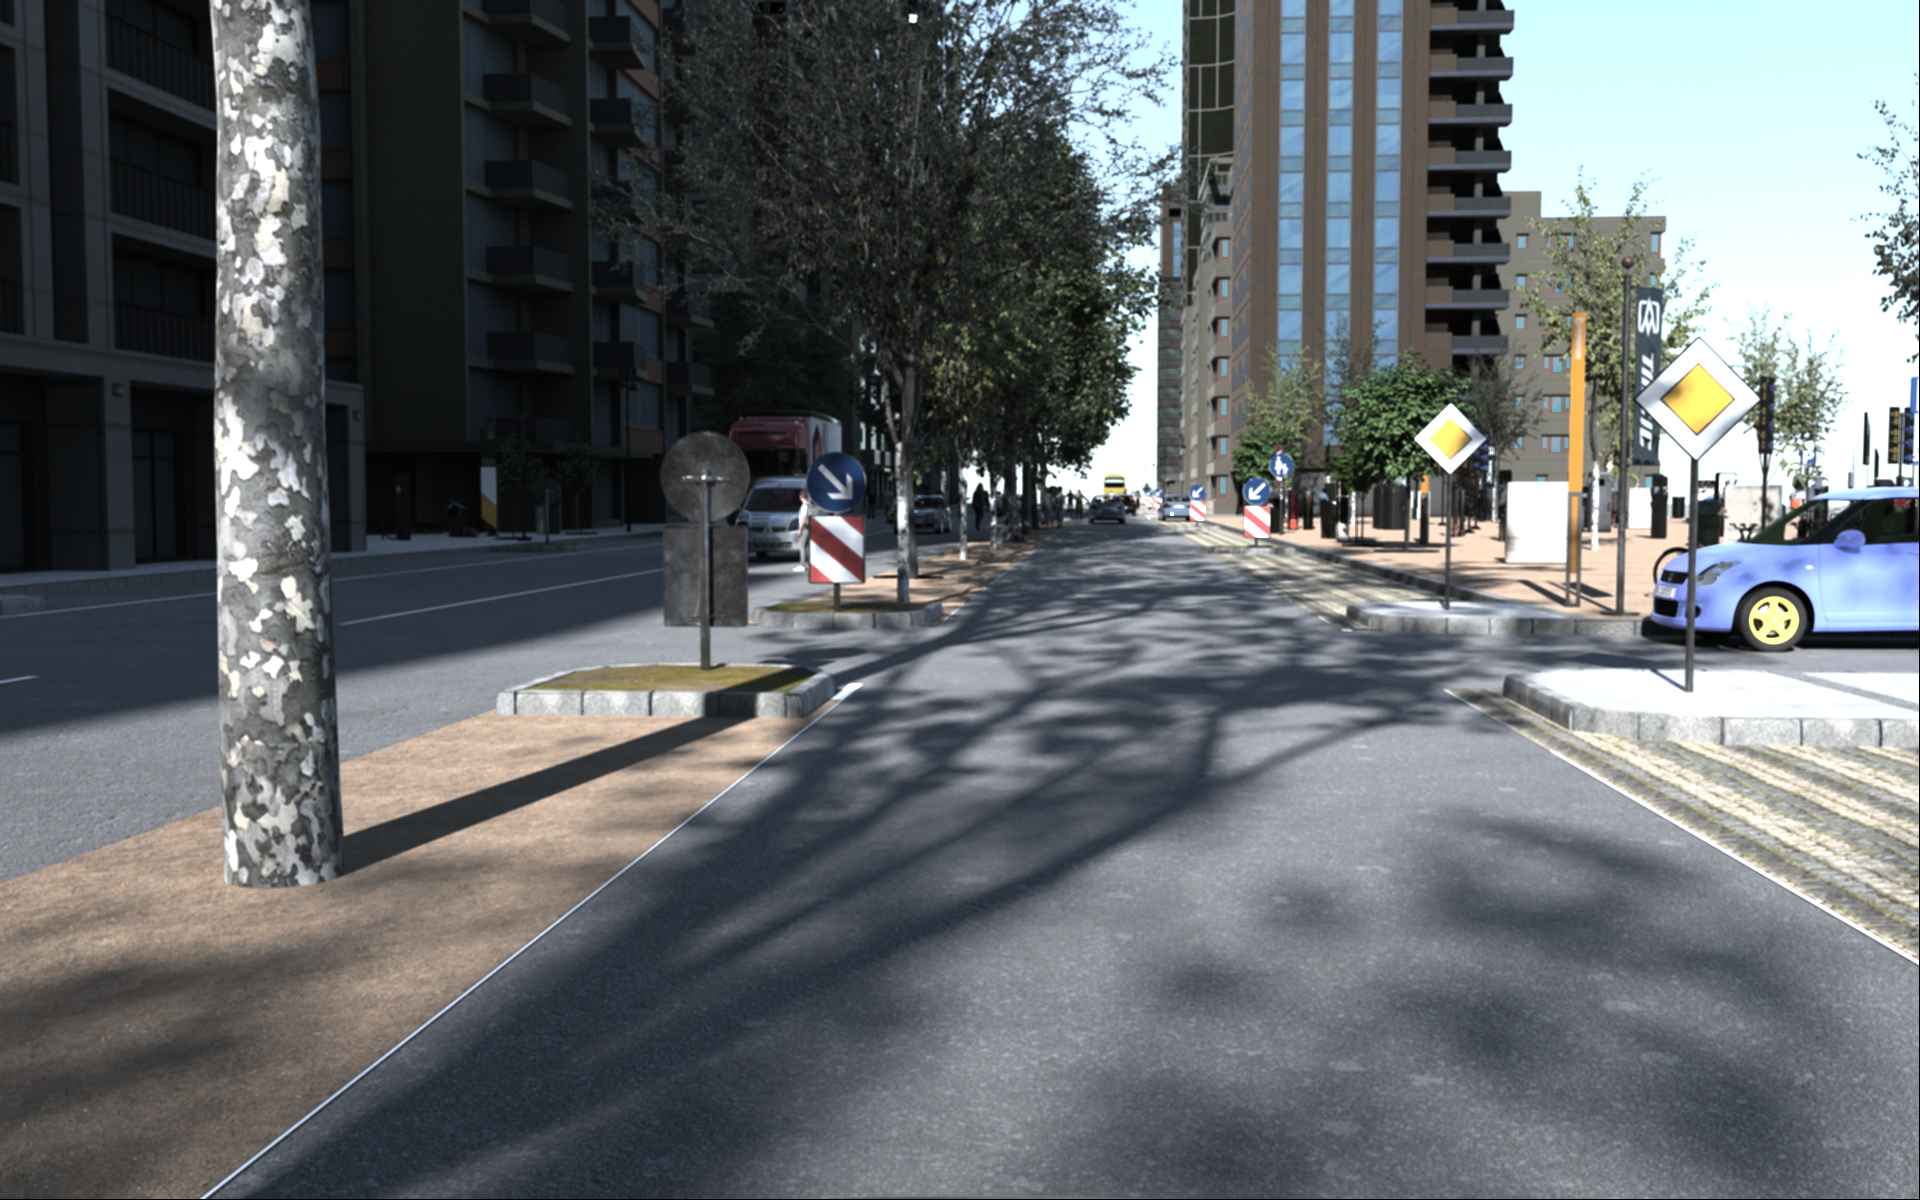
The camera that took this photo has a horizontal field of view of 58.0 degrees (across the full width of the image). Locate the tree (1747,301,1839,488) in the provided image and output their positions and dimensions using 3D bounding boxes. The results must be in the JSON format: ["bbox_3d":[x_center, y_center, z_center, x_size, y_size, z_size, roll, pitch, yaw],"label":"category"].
[{"bbox_3d":[30.617,-7.041,65.483,4.737,8.622,4.395,0,3,0],"label":"tree"}]

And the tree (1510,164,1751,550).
[{"bbox_3d":[14.734,-5.437,39.265,4.737,8.622,4.395,0,3,0],"label":"tree"}]

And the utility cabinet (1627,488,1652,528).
[{"bbox_3d":[25.261,-3.377,63.894,1.173,1.500,0.318,1,4,9],"label":"utility cabinet"}]

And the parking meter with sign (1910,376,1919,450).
[{"bbox_3d":[14.015,-1.753,24.916,0.543,3.016,1.738,2,4,24],"label":"parking meter with sign"}]

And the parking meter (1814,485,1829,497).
[{"bbox_3d":[24.859,-2.544,50.013,0.372,1.533,0.369,0,3,0],"label":"parking meter"}]

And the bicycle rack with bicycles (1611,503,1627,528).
[{"bbox_3d":[26.049,-3.301,67.353,2.925,0.926,2.852,-1,4,-10],"label":"bicycle rack with bicycles"}]

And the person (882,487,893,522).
[{"bbox_3d":[-3.642,-4.815,87.348,0.709,1.813,0.853,1,4,17],"label":"person"}]

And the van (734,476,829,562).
[{"bbox_3d":[-3.882,-1.895,37.998,2.013,2.044,4.112,0,4,3],"label":"van"}]

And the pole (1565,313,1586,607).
[{"bbox_3d":[6.974,-1.576,19.614,0.158,3.312,0.155,0,3,0],"label":"pole"}]

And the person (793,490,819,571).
[{"bbox_3d":[-2.890,-1.297,32.298,0.523,1.515,0.503,-1,4,-14],"label":"person"}]

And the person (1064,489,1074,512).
[{"bbox_3d":[8.608,-7.740,135.127,1.350,1.814,0.705,0,4,-1],"label":"person"}]

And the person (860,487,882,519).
[{"bbox_3d":[-5.062,-5.530,98.929,1.348,1.822,0.705,-1,4,-13],"label":"person"}]

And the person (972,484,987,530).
[{"bbox_3d":[0.759,-3.675,68.493,0.656,1.842,0.836,1,4,14],"label":"person"}]

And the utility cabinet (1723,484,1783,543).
[{"bbox_3d":[18.285,-1.913,39.959,1.173,1.500,0.318,3,5,42],"label":"utility cabinet"}]

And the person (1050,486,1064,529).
[{"bbox_3d":[3.965,-3.750,70.376,0.524,1.755,0.480,-2,4,-33],"label":"person"}]

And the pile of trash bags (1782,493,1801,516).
[{"bbox_3d":[42.453,-4.939,90.505,3.447,1.369,1.912,-1,4,-16],"label":"pile of trash bags"}]

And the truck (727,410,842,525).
[{"bbox_3d":[-6.034,-4.361,60.218,2.839,4.237,11.283,0,4,4],"label":"truck"}]

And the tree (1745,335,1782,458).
[{"bbox_3d":[36.217,-7.573,74.177,4.360,8.622,3.978,0,3,0],"label":"tree"}]

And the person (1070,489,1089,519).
[{"bbox_3d":[6.900,-5.551,99.987,1.217,1.736,0.721,-1,4,-12],"label":"person"}]

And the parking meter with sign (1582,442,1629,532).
[{"bbox_3d":[21.434,-3.780,58.060,1.738,3.016,0.543,0,4,1],"label":"parking meter with sign"}]

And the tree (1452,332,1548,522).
[{"bbox_3d":[24.793,-7.926,79.955,4.360,8.622,3.978,0,3,0],"label":"tree"}]

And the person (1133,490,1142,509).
[{"bbox_3d":[17.428,-9.870,169.888,1.348,1.823,0.705,-3,5,-40],"label":"person"}]

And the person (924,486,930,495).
[{"bbox_3d":[-1.880,-5.414,96.649,0.705,1.869,1.348,2,4,27],"label":"person"}]

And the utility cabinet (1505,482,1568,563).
[{"bbox_3d":[10.625,-1.411,31.754,1.173,1.500,0.318,1,4,12],"label":"utility cabinet"}]

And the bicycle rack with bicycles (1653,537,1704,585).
[{"bbox_3d":[9.872,-0.450,20.737,2.925,0.926,2.852,1,4,16],"label":"bicycle rack with bicycles"}]

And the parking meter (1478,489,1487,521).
[{"bbox_3d":[25.197,-4.592,83.487,0.372,1.533,0.369,0,3,0],"label":"parking meter"}]

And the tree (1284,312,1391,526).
[{"bbox_3d":[15.703,-7.267,69.181,4.360,8.622,3.978,0,3,0],"label":"tree"}]

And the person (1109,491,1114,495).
[{"bbox_3d":[14.212,-9.348,162.283,0.756,1.711,0.436,2,4,32],"label":"person"}]

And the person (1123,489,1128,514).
[{"bbox_3d":[11.774,-6.982,122.670,0.705,1.822,1.348,2,4,35],"label":"person"}]

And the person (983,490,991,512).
[{"bbox_3d":[2.204,-7.859,137.709,1.217,1.743,0.721,-2,4,-24],"label":"person"}]

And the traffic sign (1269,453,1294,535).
[{"bbox_3d":[10.061,-3.312,54.263,0.768,2.556,0.104,0,4,7],"label":"traffic sign"}]

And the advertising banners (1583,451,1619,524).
[{"bbox_3d":[25.767,-4.550,70.581,2.074,3.025,0.090,-1,4,-9],"label":"advertising banners"}]

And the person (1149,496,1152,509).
[{"bbox_3d":[16.789,-8.817,153.603,0.436,1.711,0.756,0,4,8],"label":"person"}]

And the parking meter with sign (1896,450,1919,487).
[{"bbox_3d":[39.975,-4.713,73.313,0.543,3.016,1.738,0,4,6],"label":"parking meter with sign"}]

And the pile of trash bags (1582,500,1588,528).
[{"bbox_3d":[22.084,-3.420,65.666,3.447,1.369,1.912,-1,4,-11],"label":"pile of trash bags"}]

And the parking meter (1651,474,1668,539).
[{"bbox_3d":[20.149,-2.701,49.874,0.255,1.863,0.399,-2,4,-28],"label":"parking meter"}]

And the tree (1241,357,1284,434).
[{"bbox_3d":[16.693,-8.474,88.912,4.360,8.622,3.978,0,3,0],"label":"tree"}]

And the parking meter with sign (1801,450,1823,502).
[{"bbox_3d":[34.254,-4.472,69.381,0.543,3.016,1.738,3,5,45],"label":"parking meter with sign"}]

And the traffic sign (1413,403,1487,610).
[{"bbox_3d":[5.393,-0.946,19.117,0.795,2.450,0.064,0,4,5],"label":"traffic sign"}]

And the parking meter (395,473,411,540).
[{"bbox_3d":[-15.466,-2.592,48.084,0.399,1.863,0.255,3,5,43],"label":"parking meter"}]

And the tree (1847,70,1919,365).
[{"bbox_3d":[17.466,-4.866,29.914,4.360,8.622,3.978,0,3,0],"label":"tree"}]

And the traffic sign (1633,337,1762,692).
[{"bbox_3d":[4.721,-0.460,11.160,0.795,2.450,0.064,0,4,5],"label":"traffic sign"}]

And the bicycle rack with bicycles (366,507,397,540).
[{"bbox_3d":[-17.392,-2.126,48.144,2.925,0.926,2.852,1,4,14],"label":"bicycle rack with bicycles"}]

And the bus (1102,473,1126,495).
[{"bbox_3d":[18.443,-13.181,207.053,2.896,3.916,12.252,0,4,5],"label":"bus"}]

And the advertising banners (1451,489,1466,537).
[{"bbox_3d":[14.767,-3.385,51.528,0.090,3.025,2.074,2,4,30],"label":"advertising banners"}]

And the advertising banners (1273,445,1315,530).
[{"bbox_3d":[11.910,-4.010,61.758,2.074,3.025,0.090,-2,4,-34],"label":"advertising banners"}]

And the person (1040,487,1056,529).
[{"bbox_3d":[3.719,-3.817,71.585,0.731,1.740,0.598,-1,4,-19],"label":"person"}]

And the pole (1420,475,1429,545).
[{"bbox_3d":[11.762,-3.055,43.789,0.158,3.312,0.155,0,3,0],"label":"pole"}]

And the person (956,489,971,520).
[{"bbox_3d":[0.228,-5.345,96.427,0.617,1.759,0.750,3,5,39],"label":"person"}]
